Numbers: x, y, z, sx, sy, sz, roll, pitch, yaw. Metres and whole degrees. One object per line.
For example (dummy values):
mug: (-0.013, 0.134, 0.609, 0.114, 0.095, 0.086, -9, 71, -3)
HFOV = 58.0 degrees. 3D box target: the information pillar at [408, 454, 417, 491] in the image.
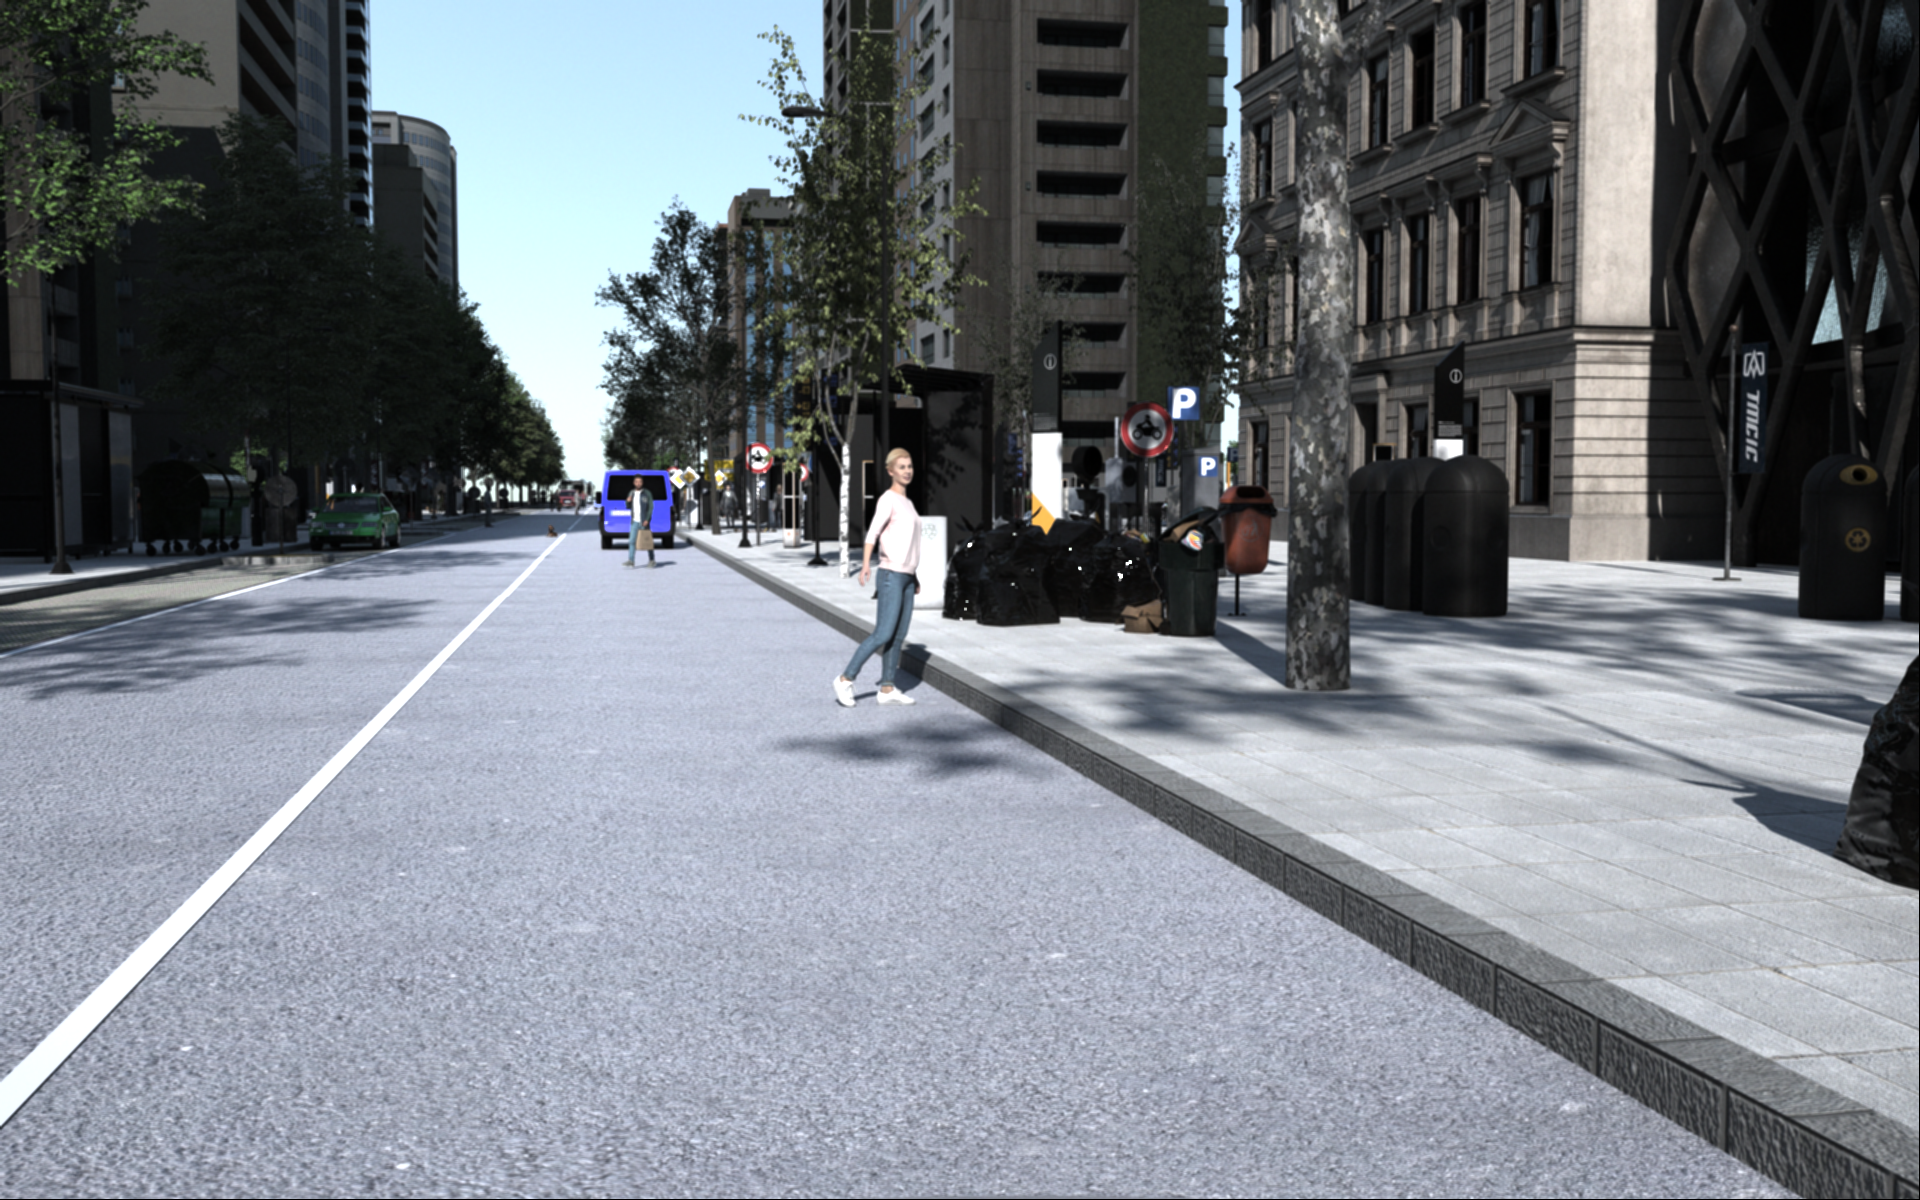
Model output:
information pillar: (-28.153, -5.983, 89.169, 0.504, 3.616, 0.183, -1, 4, -21)

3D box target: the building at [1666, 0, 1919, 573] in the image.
building: (21.228, -9.648, 25.195, 16.820, 18.784, 16.811, -1, 4, -12)

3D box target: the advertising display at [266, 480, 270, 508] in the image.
advertising display: (-30.896, -4.434, 77.712, 0.123, 1.923, 0.974, -3, 5, -39)

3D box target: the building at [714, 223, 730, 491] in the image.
building: (-27.773, -37.963, 275.322, 22.147, 44.769, 28.867, -1, 4, -12)

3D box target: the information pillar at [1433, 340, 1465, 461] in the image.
information pillar: (7.425, -2.138, 26.313, 0.504, 3.616, 0.183, -1, 4, -19)

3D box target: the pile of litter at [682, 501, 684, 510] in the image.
pile of litter: (-21.241, -7.441, 135.619, 1.719, 0.858, 1.176, 3, 4, 38)

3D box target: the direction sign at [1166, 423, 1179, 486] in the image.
direction sign: (6.816, -3.892, 55.623, 0.379, 3.537, 0.876, -1, 4, -17)

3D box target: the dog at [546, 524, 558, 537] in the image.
dog: (-13.742, -2.315, 58.051, 0.550, 0.427, 0.748, 0, 4, 8)

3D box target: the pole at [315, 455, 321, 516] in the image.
pole: (-29.725, -5.279, 80.148, 0.158, 3.312, 0.155, 0, 3, 0)

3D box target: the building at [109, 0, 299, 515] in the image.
building: (-55.225, -29.781, 110.623, 21.300, 48.544, 21.600, -1, 4, -12)

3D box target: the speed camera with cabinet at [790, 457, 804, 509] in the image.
speed camera with cabinet: (-7.676, -5.586, 85.661, 2.038, 3.252, 0.660, 2, 4, 28)

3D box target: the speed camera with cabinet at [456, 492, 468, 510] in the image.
speed camera with cabinet: (-39.881, -8.756, 137.497, 2.038, 3.252, 0.660, 1, 4, 20)

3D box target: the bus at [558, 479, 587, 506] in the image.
bus: (-44.565, -12.544, 199.958, 2.948, 3.499, 13.247, -1, 4, -10)

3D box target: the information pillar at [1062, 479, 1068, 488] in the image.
information pillar: (5.218, -5.053, 87.107, 0.304, 2.012, 0.304, -1, 4, -19)

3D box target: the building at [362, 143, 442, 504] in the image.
building: (-84.570, -37.780, 241.397, 21.300, 48.544, 21.600, -1, 4, -12)

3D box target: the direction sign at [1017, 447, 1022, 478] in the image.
direction sign: (2.662, -5.630, 84.052, 0.876, 3.537, 0.379, -2, 4, -26)

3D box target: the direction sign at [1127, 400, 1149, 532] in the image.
direction sign: (4.337, -3.077, 42.313, 0.379, 3.537, 0.876, -2, 4, -29)

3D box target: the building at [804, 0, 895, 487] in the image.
building: (-1.558, -42.714, 136.627, 20.563, 71.187, 20.611, -1, 4, -12)

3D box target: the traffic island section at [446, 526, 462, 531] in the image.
traffic island section: (-20.662, -2.794, 67.970, 2.009, 0.180, 2.903, -1, 4, -12)

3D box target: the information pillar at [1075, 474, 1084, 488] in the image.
information pillar: (3.773, -3.002, 53.577, 0.304, 2.012, 0.304, -3, 5, -44)

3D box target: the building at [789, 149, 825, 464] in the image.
building: (-5.940, -30.956, 198.006, 32.217, 40.220, 23.993, -1, 4, -12)

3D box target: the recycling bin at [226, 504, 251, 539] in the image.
recycling bin: (-20.726, -2.263, 49.555, 0.722, 1.027, 0.722, -1, 4, -14)

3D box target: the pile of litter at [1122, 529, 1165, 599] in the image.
pile of litter: (2.203, -0.462, 21.511, 1.719, 0.858, 1.176, 2, 4, 28)

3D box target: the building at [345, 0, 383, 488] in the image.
building: (-71.590, -52.906, 177.681, 22.319, 86.520, 31.000, -1, 4, -12)

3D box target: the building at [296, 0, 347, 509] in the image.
building: (-65.475, -37.115, 148.823, 21.231, 58.520, 28.212, -1, 4, -12)

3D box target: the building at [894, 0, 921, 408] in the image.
building: (3.689, -28.287, 112.605, 14.600, 45.320, 14.200, -1, 4, -12)

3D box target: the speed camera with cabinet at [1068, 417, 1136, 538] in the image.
speed camera with cabinet: (3.640, -3.033, 43.931, 2.038, 3.252, 0.660, -3, 5, -42)

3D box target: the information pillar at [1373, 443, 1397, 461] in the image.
information pillar: (6.196, -1.272, 25.297, 0.304, 2.012, 0.304, 1, 4, 23)

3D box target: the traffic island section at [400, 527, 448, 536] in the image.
traffic island section: (-19.057, -2.316, 60.147, 2.009, 0.180, 2.903, -1, 4, -12)

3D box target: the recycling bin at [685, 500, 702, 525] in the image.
recycling bin: (-11.047, -3.651, 72.242, 0.722, 1.027, 0.722, -1, 4, -17)

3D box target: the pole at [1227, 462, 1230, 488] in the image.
pole: (12.909, -5.467, 83.229, 0.158, 3.312, 0.155, 0, 3, 0)

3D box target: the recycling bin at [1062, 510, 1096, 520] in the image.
recycling bin: (1.683, -0.874, 26.838, 0.722, 1.027, 0.722, 0, 4, -7)

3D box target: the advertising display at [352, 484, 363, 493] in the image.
advertising display: (-39.710, -6.673, 114.315, 0.974, 1.923, 0.123, 0, 4, -1)

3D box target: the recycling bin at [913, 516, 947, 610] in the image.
recycling bin: (-0.524, -0.426, 19.515, 0.722, 1.027, 0.722, 0, 4, -4)

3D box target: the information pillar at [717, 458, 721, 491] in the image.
information pillar: (-15.805, -7.352, 111.552, 0.504, 3.616, 0.183, 1, 4, 11)

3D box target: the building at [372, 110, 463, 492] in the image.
building: (-88.784, -44.257, 265.607, 21.231, 58.520, 28.212, -1, 4, -12)

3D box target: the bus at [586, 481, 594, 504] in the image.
bus: (-53.374, -15.322, 245.369, 2.948, 3.499, 13.247, -1, 4, -10)

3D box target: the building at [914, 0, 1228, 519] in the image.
building: (5.565, -19.746, 94.556, 14.107, 30.474, 14.160, -1, 4, -12)

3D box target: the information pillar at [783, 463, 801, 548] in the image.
information pillar: (-3.999, -2.243, 41.161, 0.304, 2.012, 0.304, 2, 4, 24)

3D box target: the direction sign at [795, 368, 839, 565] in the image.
direction sign: (-2.586, -2.407, 31.344, 0.876, 3.537, 0.379, 1, 4, 22)

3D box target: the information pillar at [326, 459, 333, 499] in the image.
information pillar: (-40.550, -7.347, 111.478, 0.183, 3.616, 0.504, 2, 4, 28)

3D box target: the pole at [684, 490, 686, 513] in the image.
pole: (-19.045, -7.733, 120.285, 0.158, 3.312, 0.155, 0, 3, 0)

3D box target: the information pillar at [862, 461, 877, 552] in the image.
information pillar: (-2.011, -2.077, 38.454, 0.304, 2.012, 0.304, 0, 4, -7)

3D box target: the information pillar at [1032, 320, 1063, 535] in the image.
information pillar: (1.193, -1.967, 23.522, 0.504, 3.616, 0.183, 3, 5, 44)

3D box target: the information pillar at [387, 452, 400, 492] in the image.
information pillar: (-29.485, -6.026, 89.874, 0.504, 3.616, 0.183, 1, 4, 8)

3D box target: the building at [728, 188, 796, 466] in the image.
building: (-26.422, -36.910, 253.593, 14.600, 45.320, 14.200, -1, 4, -12)

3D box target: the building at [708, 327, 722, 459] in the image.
building: (-36.264, -32.135, 297.105, 14.160, 30.474, 14.107, -1, 4, -12)

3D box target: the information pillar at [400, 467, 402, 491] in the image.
information pillar: (-42.969, -8.646, 132.720, 0.504, 3.616, 0.183, 1, 4, 15)

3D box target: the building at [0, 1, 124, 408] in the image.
building: (-49.692, -19.034, 82.912, 14.160, 30.474, 14.107, -1, 4, -12)

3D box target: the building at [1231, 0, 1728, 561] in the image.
building: (14.379, -10.859, 42.174, 10.561, 19.102, 19.286, -1, 4, -12)
